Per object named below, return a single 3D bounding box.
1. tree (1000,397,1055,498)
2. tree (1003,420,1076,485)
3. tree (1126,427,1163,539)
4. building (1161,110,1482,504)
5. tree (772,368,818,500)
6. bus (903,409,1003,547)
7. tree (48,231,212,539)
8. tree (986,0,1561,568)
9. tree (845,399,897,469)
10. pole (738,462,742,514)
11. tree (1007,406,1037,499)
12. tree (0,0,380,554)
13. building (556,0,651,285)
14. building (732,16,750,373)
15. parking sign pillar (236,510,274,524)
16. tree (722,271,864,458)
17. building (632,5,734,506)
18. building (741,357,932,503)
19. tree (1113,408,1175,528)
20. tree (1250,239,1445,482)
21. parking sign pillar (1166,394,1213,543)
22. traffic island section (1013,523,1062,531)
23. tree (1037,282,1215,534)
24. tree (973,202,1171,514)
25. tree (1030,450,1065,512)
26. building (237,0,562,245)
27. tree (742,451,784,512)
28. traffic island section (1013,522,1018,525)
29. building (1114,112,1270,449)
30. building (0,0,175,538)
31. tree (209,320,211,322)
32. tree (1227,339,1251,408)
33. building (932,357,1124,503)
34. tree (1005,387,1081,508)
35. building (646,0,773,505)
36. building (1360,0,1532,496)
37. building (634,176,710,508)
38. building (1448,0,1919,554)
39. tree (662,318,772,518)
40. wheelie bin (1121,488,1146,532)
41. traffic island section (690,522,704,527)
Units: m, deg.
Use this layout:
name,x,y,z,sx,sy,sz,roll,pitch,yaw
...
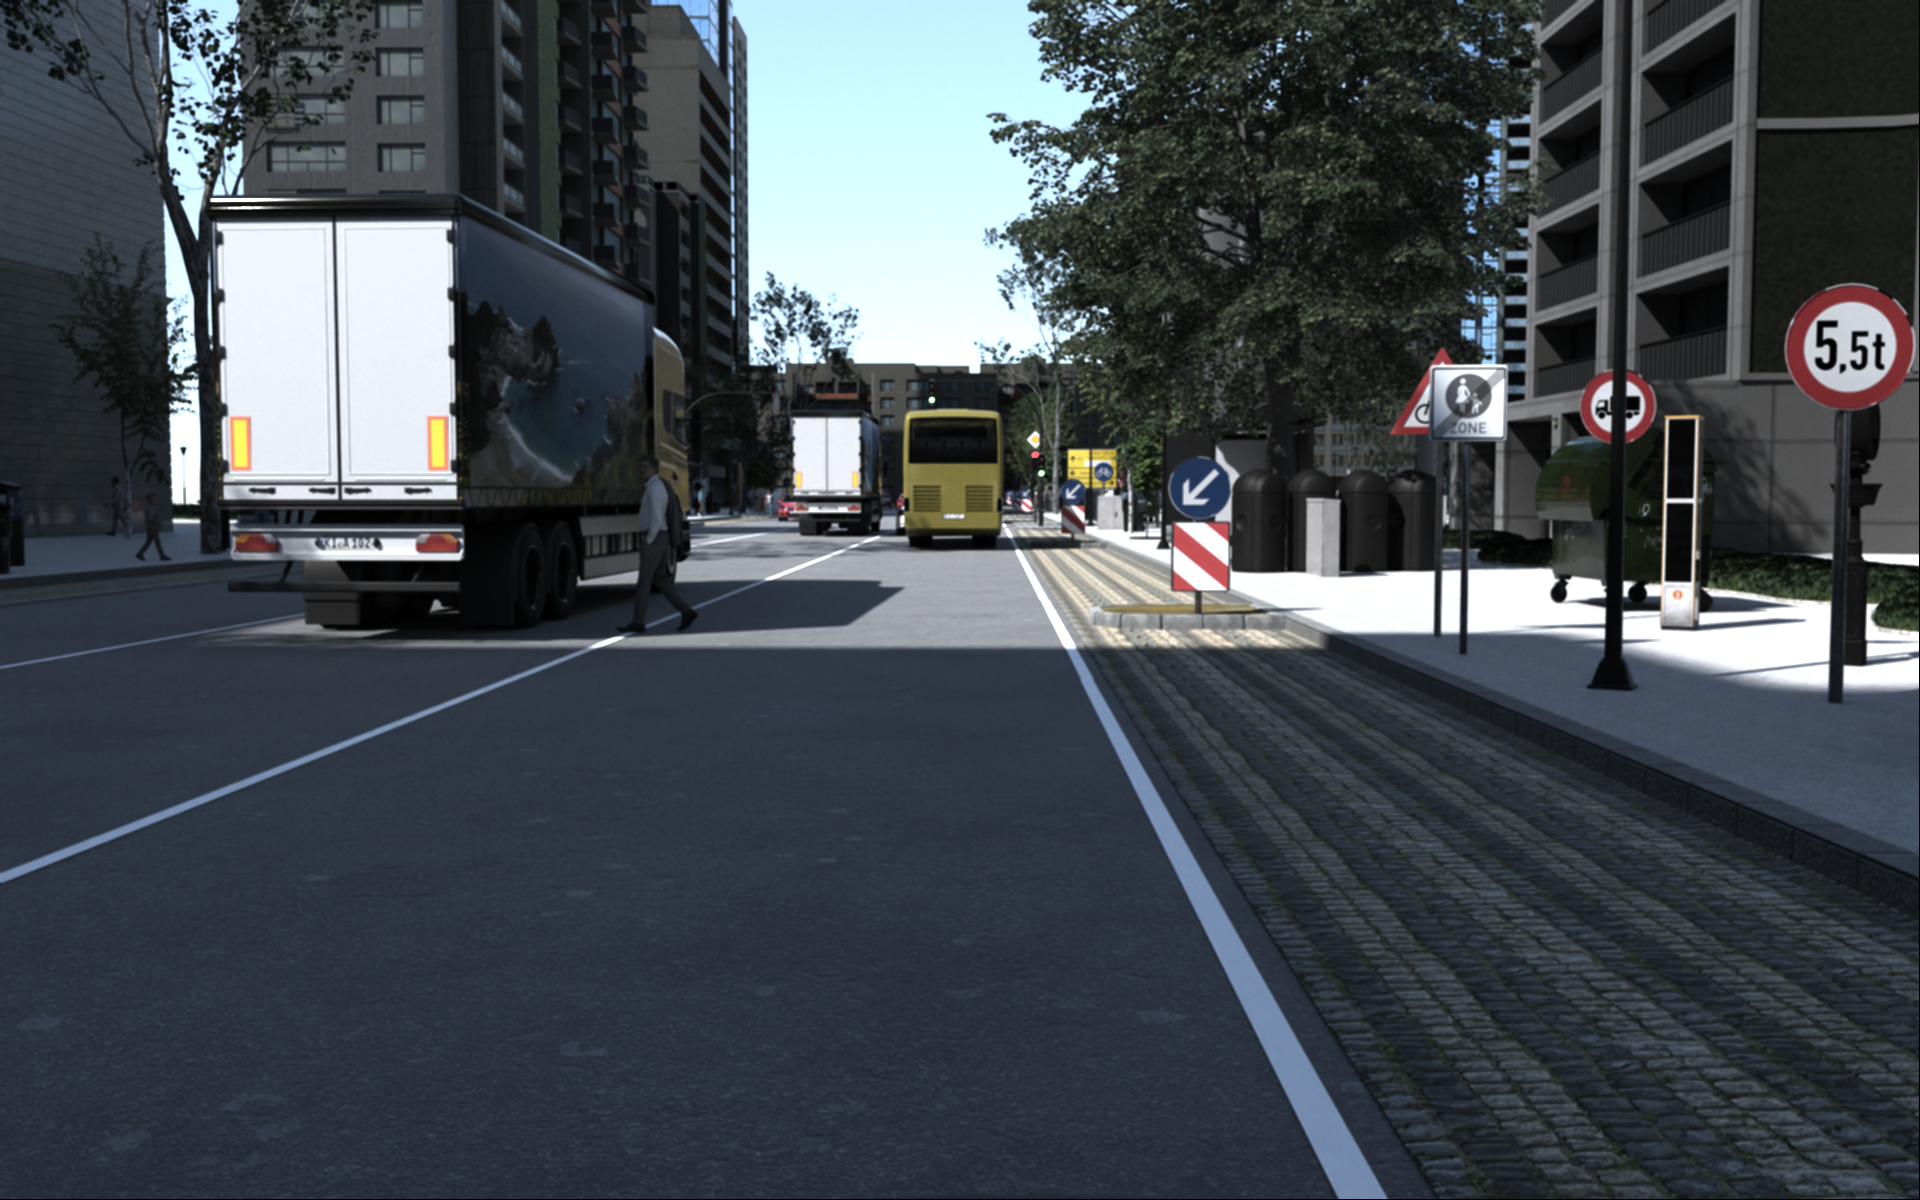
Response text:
name,x,y,z,sx,sy,sz,roll,pitch,yaw
tree,7.899,-18.817,218.034,12.009,13.543,11.850,0,3,0
tree,8.484,-15.809,192.889,8.767,10.594,7.601,0,4,-5
tree,5.306,-3.348,49.343,1.663,3.219,1.824,0,3,0
building,33.441,-29.587,175.626,32.217,40.220,23.993,0,4,1
tree,-14.726,-11.210,117.697,8.767,10.594,7.601,-1,4,-12
bus,-0.232,-3.558,49.728,2.896,3.916,12.252,0,4,-1
tree,-23.617,-6.065,49.529,4.737,8.622,4.395,0,3,0
tree,5.478,-7.548,30.067,9.857,13.997,8.962,0,3,0
tree,-13.133,-19.227,224.728,12.009,13.543,11.850,0,3,0
pole,-14.038,-7.134,110.484,0.158,3.312,0.155,0,3,0
tree,7.193,-11.467,137.847,4.737,8.622,4.395,0,3,0
tree,-17.102,-10.990,35.572,12.611,20.169,13.585,0,3,0
building,-35.527,-29.020,129.103,22.147,44.769,28.867,0,4,1
building,-42.891,-50.053,256.611,20.611,71.187,20.563,0,4,1
parking sign pillar,-27.838,-4.885,68.345,1.447,3.967,1.447,-3,5,-40
tree,-14.025,-17.750,146.109,12.611,20.169,13.585,0,3,0
building,-35.475,-33.846,177.079,21.300,48.544,21.600,0,4,1
building,-17.826,-25.425,260.737,28.899,21.520,27.650,0,4,1
tree,7.499,-5.035,66.032,4.285,4.588,4.351,0,3,0
tree,11.400,-6.071,49.619,4.360,8.622,3.978,0,3,0
parking sign pillar,6.069,-3.511,45.881,1.447,3.967,1.447,2,4,23
traffic island section,3.242,-2.863,69.090,2.009,0.180,2.903,0,4,1
tree,5.477,-6.444,55.716,4.737,8.622,4.395,0,3,0
tree,6.989,-15.548,110.094,12.611,20.169,13.585,0,3,0
tree,6.684,-8.601,124.346,4.285,4.588,4.351,0,3,0
building,-31.635,-25.451,99.724,14.154,41.232,14.086,0,4,1
tree,-14.259,-8.641,125.001,4.285,4.588,4.351,0,3,0
traffic island section,3.371,-3.351,77.074,2.009,0.180,2.903,0,4,1
building,29.488,-33.475,201.934,22.147,44.769,28.867,0,4,1
building,-41.727,-16.864,53.224,29.804,29.767,11.434,0,4,1
tree,-22.827,-6.588,58.082,4.360,8.622,3.978,0,3,0
tree,11.074,-6.532,57.166,4.360,8.622,3.978,0,3,0
building,11.081,-25.441,260.997,28.899,21.520,27.650,0,4,1
tree,7.925,-14.612,164.657,9.928,11.665,9.643,0,3,0
building,-39.303,-54.594,205.287,31.000,86.520,22.319,0,4,1
building,61.461,-54.494,203.643,31.000,86.520,22.319,0,4,1
building,-31.312,-23.725,159.608,14.160,30.474,14.107,0,4,1
building,24.758,-36.780,39.600,20.563,71.187,20.611,0,4,1
tree,-14.494,-9.580,91.049,8.767,10.594,7.601,0,4,-7
wheelie bin,5.901,-3.131,59.102,0.693,1.594,0.980,3,4,36
traffic island section,-12.568,-3.367,77.334,2.009,0.180,2.903,0,4,1
